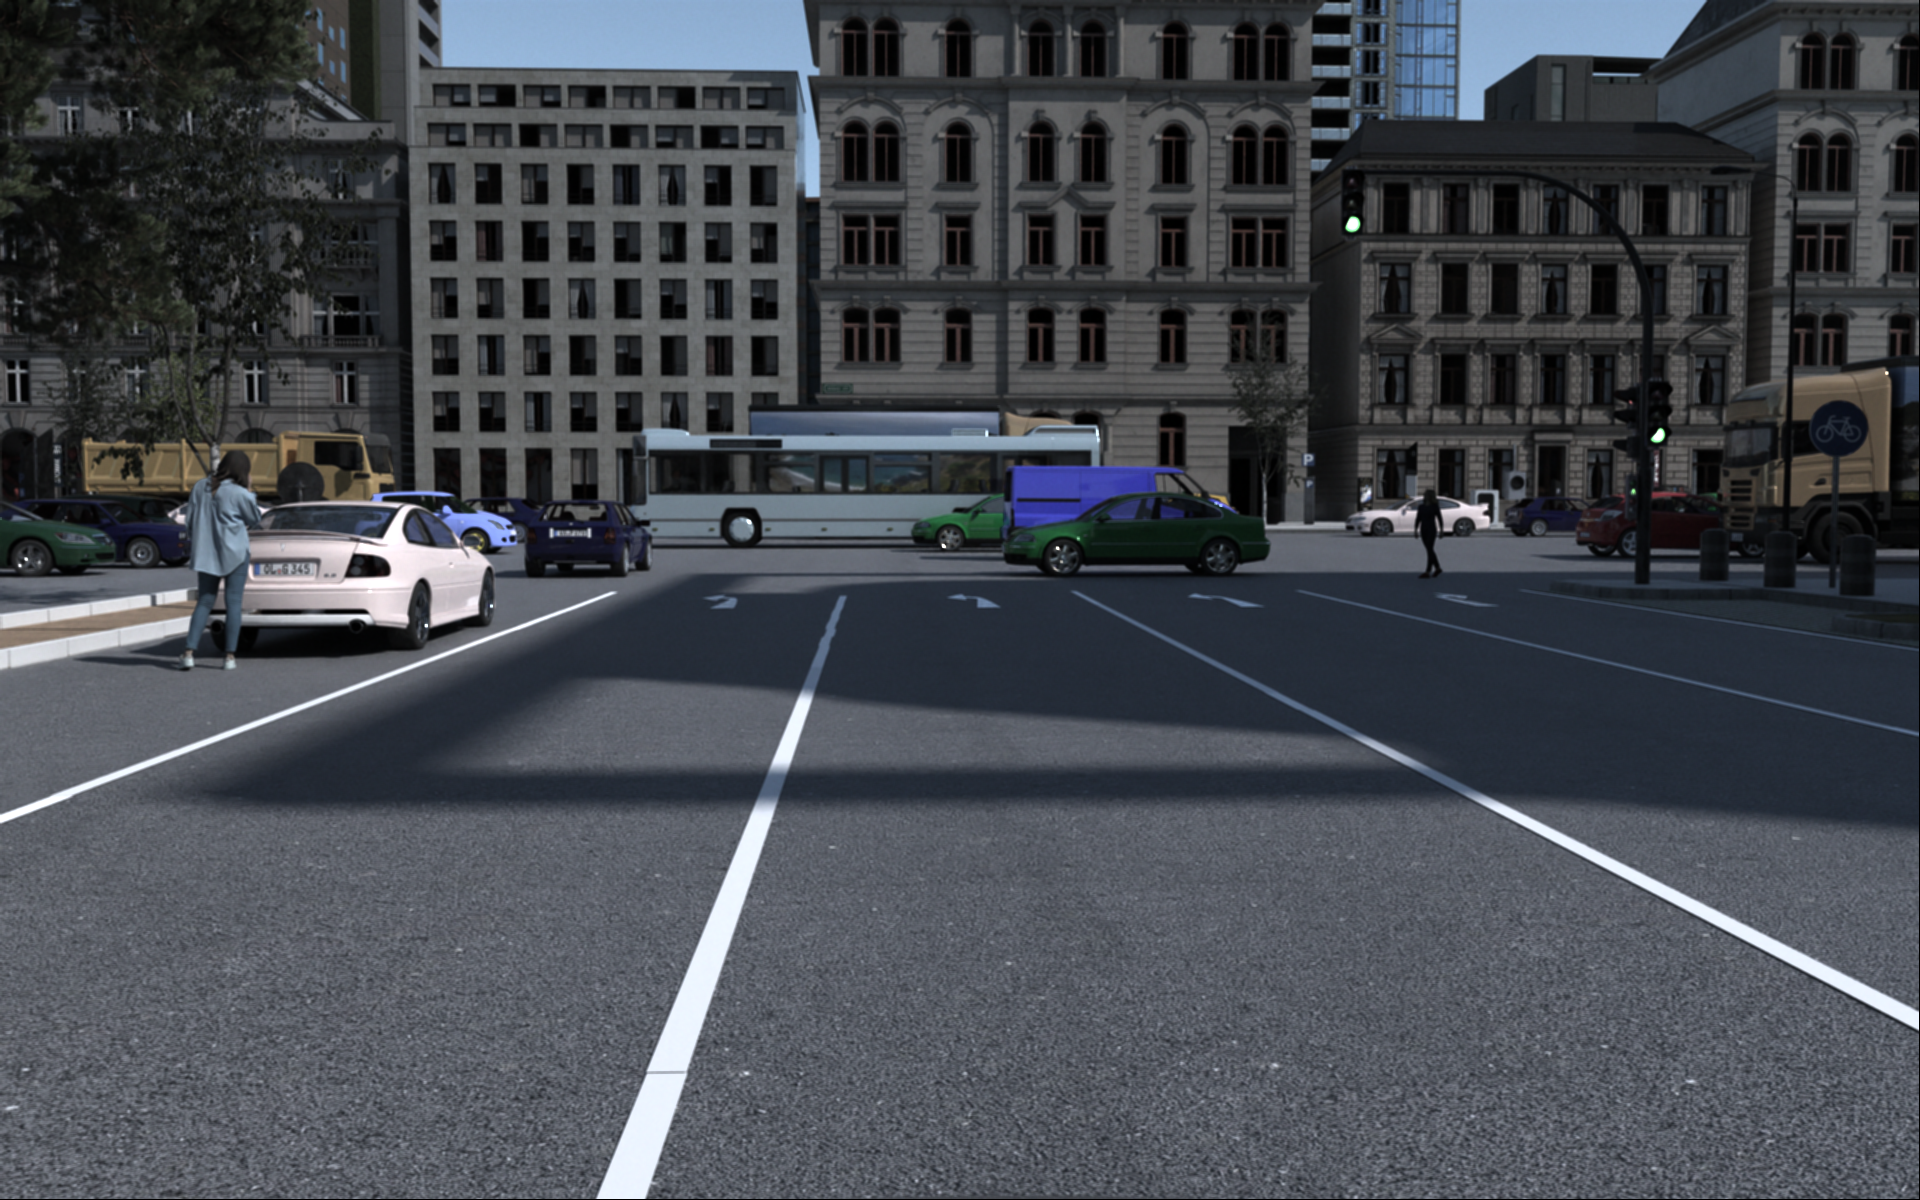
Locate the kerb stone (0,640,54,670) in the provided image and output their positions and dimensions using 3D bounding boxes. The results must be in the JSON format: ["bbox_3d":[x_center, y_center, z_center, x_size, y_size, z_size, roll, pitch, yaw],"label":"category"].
[{"bbox_3d":[-7.892,0.456,14.738,0.120,0.150,1.000,0,4,-3],"label":"kerb stone"}]

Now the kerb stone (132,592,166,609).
[{"bbox_3d":[-10.326,0.023,21.853,0.120,0.150,1.000,0,4,-3],"label":"kerb stone"}]

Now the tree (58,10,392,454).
[{"bbox_3d":[-9.251,-4.197,21.447,4.360,8.622,3.978,0,3,0],"label":"tree"}]

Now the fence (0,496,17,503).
[{"bbox_3d":[-36.556,-3.358,66.111,0.480,1.192,2.264,0,4,-1],"label":"fence"}]

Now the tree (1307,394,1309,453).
[{"bbox_3d":[18.885,-9.043,98.223,4.737,8.622,4.395,0,3,0],"label":"tree"}]

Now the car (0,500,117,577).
[{"bbox_3d":[-17.500,-1.146,30.531,4.920,1.459,2.131,0,4,-5],"label":"car"}]

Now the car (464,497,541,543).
[{"bbox_3d":[-14.287,-2.383,51.536,3.894,1.354,1.945,0,4,-2],"label":"car"}]

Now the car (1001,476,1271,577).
[{"bbox_3d":[3.094,-1.340,30.713,4.718,1.807,1.959,0,4,-5],"label":"car"}]

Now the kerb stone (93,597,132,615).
[{"bbox_3d":[-10.273,0.087,20.826,0.120,0.150,1.000,0,4,-3],"label":"kerb stone"}]

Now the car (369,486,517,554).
[{"bbox_3d":[-12.552,-1.957,41.588,3.694,1.707,1.945,0,4,-2],"label":"car"}]

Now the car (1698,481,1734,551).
[{"bbox_3d":[20.183,-2.227,45.205,1.959,1.807,4.718,0,4,-1],"label":"car"}]

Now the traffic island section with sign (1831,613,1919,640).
[{"bbox_3d":[10.071,-0.547,17.570,1.989,1.847,2.006,0,4,-3],"label":"traffic island section with sign"}]

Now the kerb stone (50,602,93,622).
[{"bbox_3d":[-10.229,0.151,19.794,0.120,0.150,1.000,0,4,-3],"label":"kerb stone"}]

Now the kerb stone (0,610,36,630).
[{"bbox_3d":[-10.187,0.210,18.765,0.120,0.150,1.000,0,4,-3],"label":"kerb stone"}]

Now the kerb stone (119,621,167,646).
[{"bbox_3d":[-7.985,0.330,16.792,0.120,0.150,1.000,0,4,-3],"label":"kerb stone"}]

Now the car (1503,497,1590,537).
[{"bbox_3d":[20.546,-2.818,58.650,3.894,1.354,1.945,0,4,-4],"label":"car"}]

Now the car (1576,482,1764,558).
[{"bbox_3d":[16.385,-1.858,39.416,4.494,1.783,2.155,0,4,-3],"label":"car"}]

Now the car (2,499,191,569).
[{"bbox_3d":[-16.879,-1.304,33.903,3.894,1.354,1.945,0,4,-3],"label":"car"}]

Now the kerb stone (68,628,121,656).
[{"bbox_3d":[-7.941,0.394,15.765,0.120,0.150,1.000,0,4,-3],"label":"kerb stone"}]

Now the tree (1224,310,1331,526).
[{"bbox_3d":[12.310,-7.262,69.098,4.360,8.622,3.978,0,3,0],"label":"tree"}]

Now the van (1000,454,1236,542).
[{"bbox_3d":[3.533,-2.050,37.899,5.245,2.365,2.240,0,4,-4],"label":"van"}]

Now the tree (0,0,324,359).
[{"bbox_3d":[-9.502,-6.435,15.098,7.806,13.903,7.818,0,3,0],"label":"tree"}]

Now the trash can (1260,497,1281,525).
[{"bbox_3d":[13.684,-3.985,76.805,0.748,1.137,0.748,0,3,0],"label":"trash can"}]

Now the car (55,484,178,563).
[{"bbox_3d":[-18.796,-1.656,36.866,4.222,1.686,2.009,0,4,-4],"label":"car"}]

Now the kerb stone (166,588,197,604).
[{"bbox_3d":[-10.365,-0.042,22.880,0.120,0.150,1.000,0,4,-3],"label":"kerb stone"}]

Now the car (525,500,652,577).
[{"bbox_3d":[-6.640,-1.141,31.229,1.945,1.354,3.894,0,4,-1],"label":"car"}]

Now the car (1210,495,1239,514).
[{"bbox_3d":[6.986,-2.769,55.490,3.980,1.641,2.015,0,4,-1],"label":"car"}]

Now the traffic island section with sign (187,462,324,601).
[{"bbox_3d":[-9.370,-0.976,24.096,2.006,1.907,1.989,0,4,-3],"label":"traffic island section with sign"}]

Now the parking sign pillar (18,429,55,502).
[{"bbox_3d":[-37.627,-5.021,70.567,1.447,3.967,1.447,2,4,28],"label":"parking sign pillar"}]

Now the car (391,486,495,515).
[{"bbox_3d":[-14.629,-2.380,48.506,3.694,1.707,1.945,0,4,-2],"label":"car"}]

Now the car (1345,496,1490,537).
[{"bbox_3d":[15.508,-2.840,58.790,4.827,1.381,2.083,0,4,-3],"label":"car"}]

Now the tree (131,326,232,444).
[{"bbox_3d":[-32.839,-7.506,73.079,4.737,8.622,4.395,0,3,0],"label":"tree"}]

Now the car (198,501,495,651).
[{"bbox_3d":[-5.946,-0.299,17.252,2.083,1.381,4.827,0,4,-3],"label":"car"}]

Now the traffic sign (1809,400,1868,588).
[{"bbox_3d":[11.965,-1.442,23.679,0.768,2.556,0.104,0,4,5],"label":"traffic sign"}]

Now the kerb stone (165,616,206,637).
[{"bbox_3d":[-8.041,0.272,17.821,0.120,0.150,1.000,0,4,-3],"label":"kerb stone"}]

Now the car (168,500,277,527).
[{"bbox_3d":[-20.464,-2.147,47.473,4.827,1.381,2.083,0,4,-2],"label":"car"}]

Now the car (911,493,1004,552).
[{"bbox_3d":[1.125,-2.116,43.400,4.718,1.807,1.959,0,4,-1],"label":"car"}]
